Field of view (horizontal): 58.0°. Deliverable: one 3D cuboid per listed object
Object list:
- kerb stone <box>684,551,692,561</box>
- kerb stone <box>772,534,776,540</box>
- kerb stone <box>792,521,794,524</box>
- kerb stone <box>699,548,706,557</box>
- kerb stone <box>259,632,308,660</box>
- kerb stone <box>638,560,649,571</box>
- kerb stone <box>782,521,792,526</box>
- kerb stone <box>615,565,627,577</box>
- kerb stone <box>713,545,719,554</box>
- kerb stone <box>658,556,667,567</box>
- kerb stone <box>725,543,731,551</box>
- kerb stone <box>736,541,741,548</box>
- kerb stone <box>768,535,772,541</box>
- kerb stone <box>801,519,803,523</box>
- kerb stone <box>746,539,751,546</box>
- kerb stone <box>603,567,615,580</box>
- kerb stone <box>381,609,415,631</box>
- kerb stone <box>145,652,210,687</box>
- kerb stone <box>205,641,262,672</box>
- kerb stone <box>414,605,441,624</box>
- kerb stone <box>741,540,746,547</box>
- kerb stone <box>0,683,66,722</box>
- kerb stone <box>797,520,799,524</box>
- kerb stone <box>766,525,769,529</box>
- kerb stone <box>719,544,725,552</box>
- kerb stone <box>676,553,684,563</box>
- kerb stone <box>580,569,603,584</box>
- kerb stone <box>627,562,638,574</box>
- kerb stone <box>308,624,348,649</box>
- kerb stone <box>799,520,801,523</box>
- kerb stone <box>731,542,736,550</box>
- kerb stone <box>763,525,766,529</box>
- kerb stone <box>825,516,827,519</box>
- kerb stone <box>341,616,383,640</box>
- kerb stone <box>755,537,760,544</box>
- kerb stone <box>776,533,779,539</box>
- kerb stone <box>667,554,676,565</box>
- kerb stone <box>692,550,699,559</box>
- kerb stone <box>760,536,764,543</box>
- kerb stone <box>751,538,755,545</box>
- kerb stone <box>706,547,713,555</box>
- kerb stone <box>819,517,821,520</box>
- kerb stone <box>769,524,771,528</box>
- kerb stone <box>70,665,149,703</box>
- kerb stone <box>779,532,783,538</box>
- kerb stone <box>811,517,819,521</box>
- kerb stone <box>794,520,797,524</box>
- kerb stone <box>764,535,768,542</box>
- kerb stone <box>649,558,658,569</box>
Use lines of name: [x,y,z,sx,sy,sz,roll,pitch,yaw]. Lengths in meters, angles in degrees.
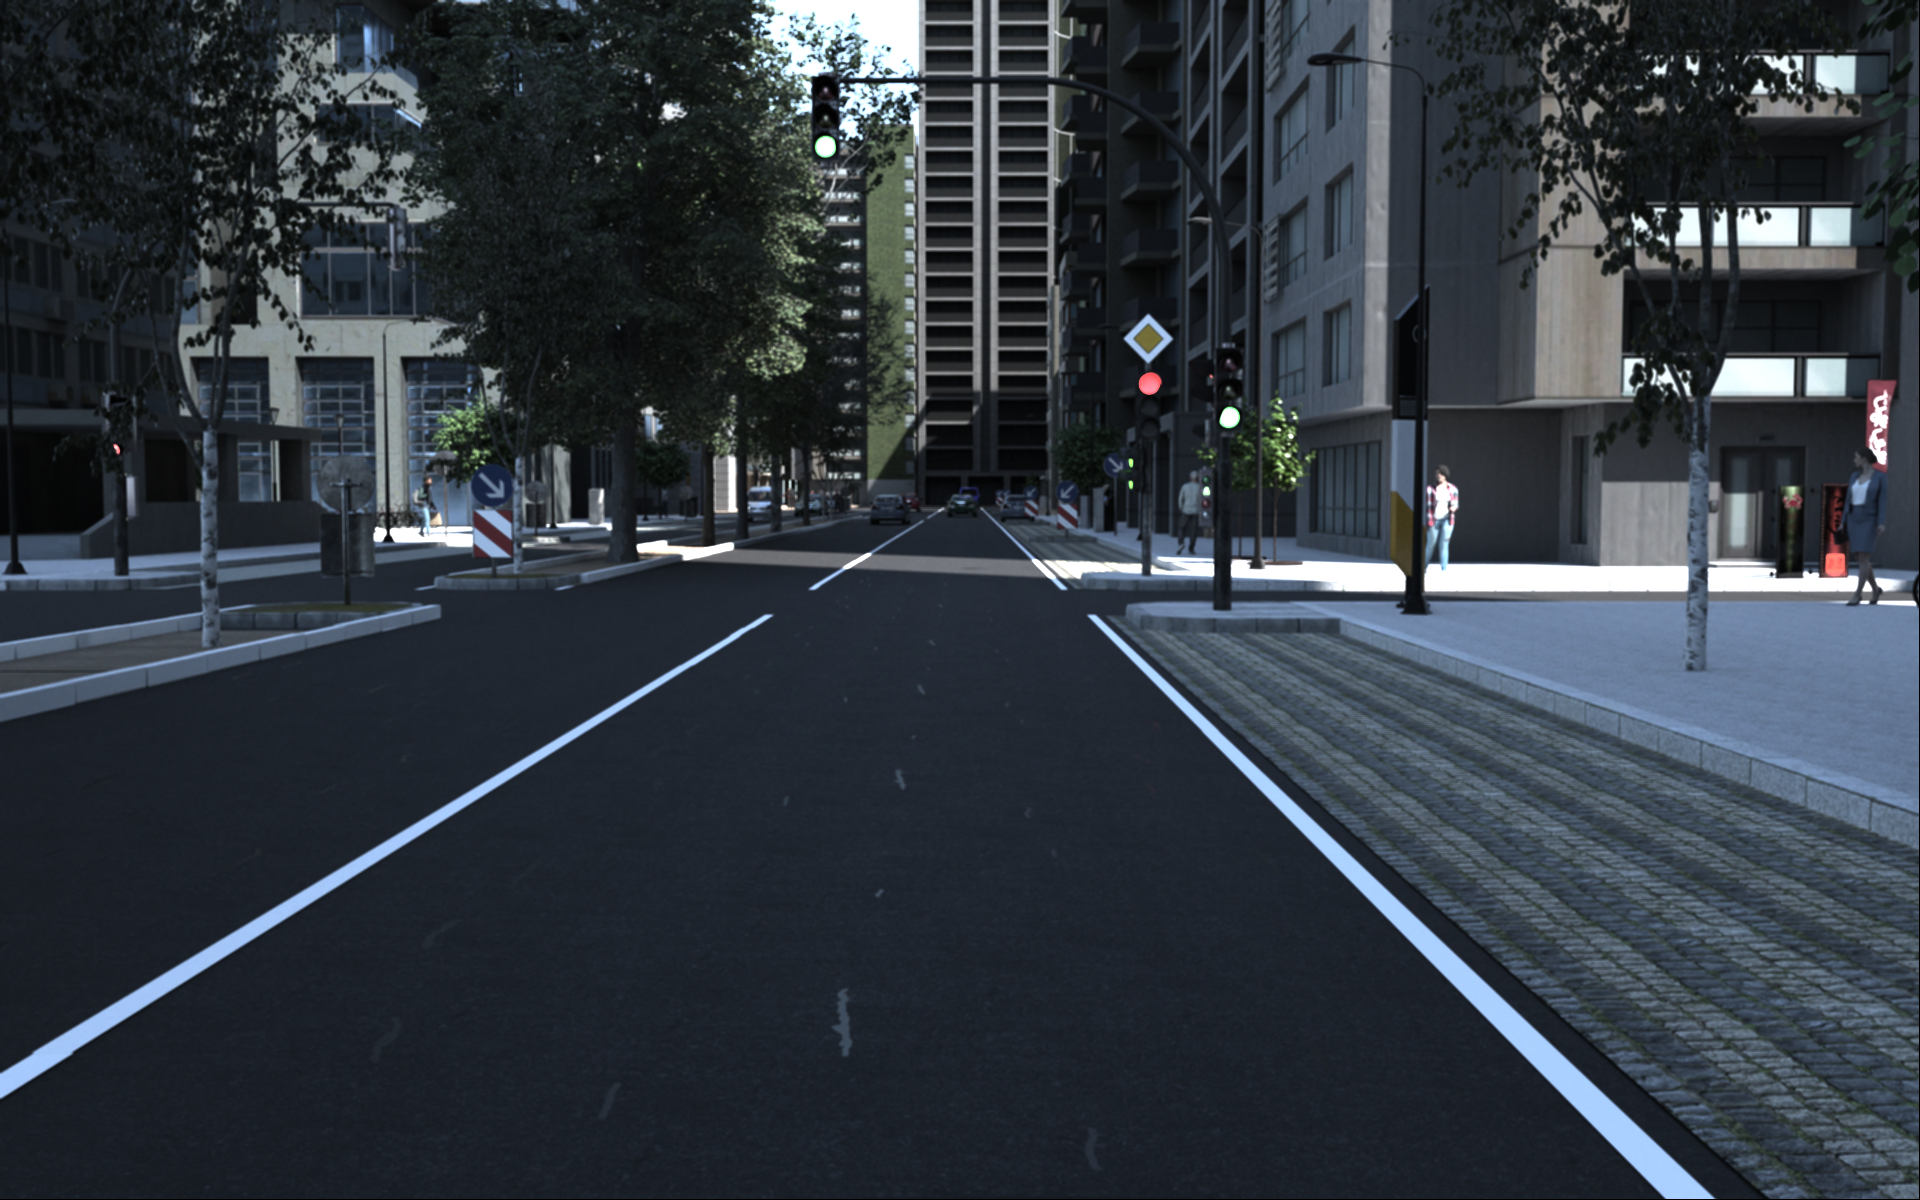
kerb stone: [-5.998,-0.934,37.465,0.120,0.150,1.000,0,4,0]
kerb stone: [-5.934,-1.938,53.881,0.120,0.150,1.000,0,4,0]
kerb stone: [-7.931,-3.563,80.523,0.120,0.150,1.000,0,4,0]
kerb stone: [-5.981,-1.059,39.516,0.120,0.150,1.000,0,4,0]
kerb stone: [-6.080,0.415,15.416,0.120,0.150,1.000,0,4,0]
kerb stone: [-6.010,-0.616,32.333,0.120,0.150,1.000,0,4,0]
kerb stone: [-7.927,-3.505,79.495,0.120,0.150,1.000,0,4,0]
kerb stone: [-6.022,-0.495,30.287,0.120,0.150,1.000,0,4,0]
kerb stone: [-5.985,-1.182,41.567,0.120,0.150,1.000,0,4,0]
kerb stone: [-6.010,-0.745,34.380,0.120,0.150,1.000,0,4,0]
kerb stone: [-5.972,-1.311,43.636,0.120,0.150,1.000,0,4,0]
kerb stone: [-5.966,-1.436,45.681,0.120,0.150,1.000,0,4,0]
kerb stone: [-5.929,-1.875,52.859,0.120,0.150,1.000,0,4,0]
kerb stone: [-7.909,-3.812,84.623,0.120,0.150,1.000,0,4,0]
kerb stone: [-5.949,-1.562,47.733,0.120,0.150,1.000,0,4,0]
kerb stone: [-6.026,-0.432,29.262,0.120,0.150,1.000,0,4,0]
kerb stone: [-6.070,0.229,18.493,0.120,0.150,1.000,0,4,0]
kerb stone: [-6.086,0.543,13.359,0.120,0.150,1.000,0,4,0]
kerb stone: [-6.087,0.478,14.386,0.120,0.150,1.000,0,4,0]
kerb stone: [-6.063,0.164,19.519,0.120,0.150,1.000,0,4,0]
kerb stone: [-5.956,-1.498,46.708,0.120,0.150,1.000,0,4,0]
kerb stone: [-6.090,0.667,11.300,0.120,0.150,1.000,0,4,0]
kerb stone: [-7.922,-3.692,82.576,0.120,0.150,1.000,0,4,0]
kerb stone: [-7.962,-2.939,70.271,0.120,0.150,1.000,0,4,0]
kerb stone: [-5.974,-1.244,42.606,0.120,0.150,1.000,0,4,0]
kerb stone: [-5.994,-0.871,36.441,0.120,0.150,1.000,0,4,0]
kerb stone: [-6.027,-0.370,28.239,0.120,0.150,1.000,0,4,0]
kerb stone: [-6.016,-0.554,31.310,0.120,0.150,1.000,0,4,0]
kerb stone: [-6.076,0.362,16.450,0.120,0.150,1.000,0,4,0]
kerb stone: [-7.913,-3.756,83.600,0.120,0.150,1.000,0,4,0]
kerb stone: [-5.961,-1.374,44.659,0.120,0.150,1.000,0,4,0]
kerb stone: [-7.966,-2.874,69.249,0.120,0.150,1.000,0,4,0]
kerb stone: [-7.854,-4.696,98.974,0.120,0.150,1.000,0,4,0]
kerb stone: [-6.075,0.289,17.471,0.120,0.150,1.000,0,4,0]
kerb stone: [-5.947,-1.686,49.779,0.120,0.150,1.000,0,4,0]
kerb stone: [-5.920,-2.001,54.904,0.120,0.150,1.000,0,4,0]
kerb stone: [-6.008,-0.808,35.411,0.120,0.150,1.000,0,4,0]
kerb stone: [-5.996,-0.991,38.489,0.120,0.150,1.000,0,4,0]
kerb stone: [-5.947,-1.740,50.808,0.120,0.150,1.000,0,4,0]
kerb stone: [-5.954,-1.624,48.755,0.120,0.150,1.000,0,4,0]
kerb stone: [-5.978,-1.122,40.545,0.120,0.150,1.000,0,4,0]
kerb stone: [-7.873,-4.445,94.868,0.120,0.150,1.000,0,4,0]
kerb stone: [-7.961,-3.001,71.300,0.120,0.150,1.000,0,4,0]
kerb stone: [-6.095,0.603,12.334,0.120,0.150,1.000,0,4,0]
kerb stone: [-5.918,-2.063,55.926,0.120,0.150,1.000,0,4,0]
kerb stone: [-7.864,-4.379,93.846,0.120,0.150,1.000,0,4,0]
kerb stone: [-7.919,-3.630,81.545,0.120,0.150,1.000,0,4,0]
kerb stone: [-5.931,-1.813,51.830,0.120,0.150,1.000,0,4,0]
kerb stone: [-6.006,-0.680,33.355,0.120,0.150,1.000,0,4,0]
